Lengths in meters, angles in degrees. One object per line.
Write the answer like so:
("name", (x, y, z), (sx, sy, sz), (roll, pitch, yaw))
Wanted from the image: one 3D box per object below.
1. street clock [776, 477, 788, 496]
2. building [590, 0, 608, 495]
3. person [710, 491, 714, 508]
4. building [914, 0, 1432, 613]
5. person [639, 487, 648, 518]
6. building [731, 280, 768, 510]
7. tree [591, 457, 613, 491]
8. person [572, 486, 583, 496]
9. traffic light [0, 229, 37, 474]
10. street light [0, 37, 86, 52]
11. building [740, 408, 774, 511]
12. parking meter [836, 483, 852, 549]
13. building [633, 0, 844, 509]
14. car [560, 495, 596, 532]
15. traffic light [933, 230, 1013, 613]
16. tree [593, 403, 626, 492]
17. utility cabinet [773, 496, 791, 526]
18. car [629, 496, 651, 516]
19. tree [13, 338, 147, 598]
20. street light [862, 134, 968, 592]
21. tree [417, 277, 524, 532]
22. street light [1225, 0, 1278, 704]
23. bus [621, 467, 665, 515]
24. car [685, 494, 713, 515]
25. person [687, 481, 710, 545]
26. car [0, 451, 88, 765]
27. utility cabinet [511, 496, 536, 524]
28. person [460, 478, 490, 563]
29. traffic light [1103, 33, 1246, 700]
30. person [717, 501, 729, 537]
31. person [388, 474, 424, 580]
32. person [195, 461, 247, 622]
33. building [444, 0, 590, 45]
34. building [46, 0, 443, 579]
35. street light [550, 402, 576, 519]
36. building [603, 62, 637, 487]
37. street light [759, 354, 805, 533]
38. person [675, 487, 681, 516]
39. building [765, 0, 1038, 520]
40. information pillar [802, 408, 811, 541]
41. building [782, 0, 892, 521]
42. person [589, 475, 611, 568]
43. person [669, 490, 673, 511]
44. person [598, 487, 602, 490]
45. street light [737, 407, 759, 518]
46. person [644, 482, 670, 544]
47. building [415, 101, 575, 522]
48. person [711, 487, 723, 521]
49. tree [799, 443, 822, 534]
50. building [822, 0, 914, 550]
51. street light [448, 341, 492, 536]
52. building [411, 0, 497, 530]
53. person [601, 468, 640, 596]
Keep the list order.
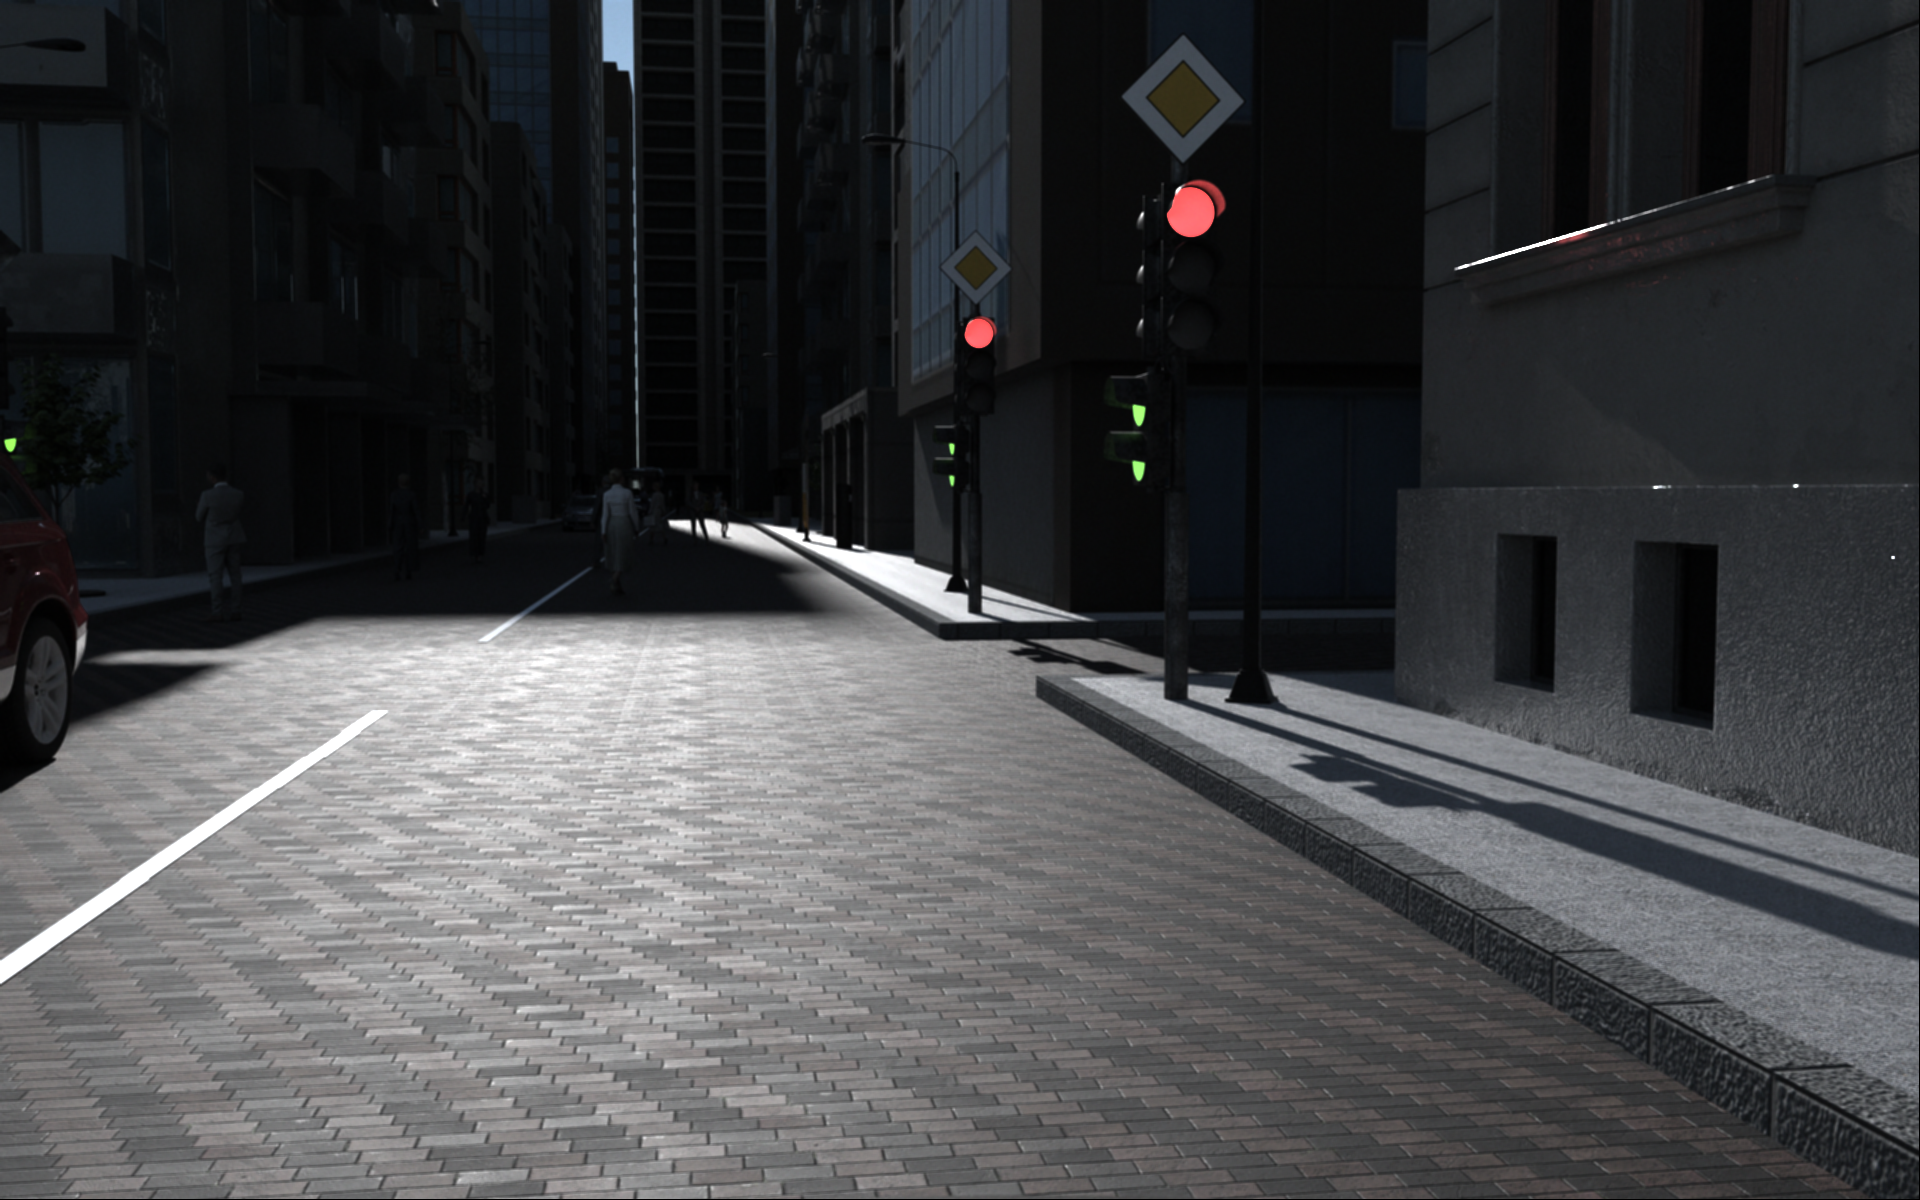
("street clock", (-7.556, -4.223, 73.609), (0.471, 2.002, 0.358), (-3, 5, -40))
("building", (-42.595, -43.773, 153.936), (20.611, 71.187, 20.563), (-1, 4, -9))
("person", (-23.866, -9.629, 166.481), (0.434, 1.755, 0.990), (1, 4, 18))
("building", (6.836, -22.914, 24.749), (14.200, 45.320, 14.600), (-1, 4, -9))
("person", (-19.268, -5.897, 104.778), (0.709, 1.838, 0.599), (2, 4, 33))
("building", (-6.416, -19.029, 156.168), (27.650, 21.520, 28.899), (-1, 4, -9))
("tree", (-30.014, -9.725, 142.717), (4.285, 4.588, 4.351), (0, 3, 0))
("person", (-18.432, -4.590, 83.653), (0.679, 1.850, 0.850), (2, 4, 24))
("traffic light", (-9.655, -1.726, 17.144), (0.839, 4.253, 0.868), (-1, 4, -9))
("street light", (-9.599, -2.762, 17.706), (1.470, 5.913, 1.316), (-1, 4, -9))
("building", (-4.331, -49.588, 123.432), (22.319, 86.520, 31.000), (-1, 4, -9))
("parking meter", (-2.733, -1.988, 40.917), (0.372, 1.533, 0.369), (0, 3, 0))
("building", (-23.963, -45.670, 184.951), (20.611, 71.187, 20.563), (-1, 4, -9))
("car", (-14.593, -3.418, 67.881), (2.014, 1.417, 4.499), (-1, 4, -9))
("traffic light", (0.143, -1.817, 18.633), (0.839, 4.253, 0.868), (-1, 4, -9))
("tree", (-28.732, -11.465, 137.820), (4.360, 8.622, 3.978), (0, 3, 0))
("utility cabinet", (-7.231, -3.629, 70.503), (0.306, 1.237, 1.020), (1, 4, 22))
("car", (-18.594, -5.312, 99.425), (1.945, 1.354, 3.894), (0, 4, -7))
("tree", (-11.309, -1.646, 21.513), (1.663, 3.219, 1.824), (0, 3, 0))
("street light", (-0.576, -3.062, 22.609), (1.470, 5.913, 1.316), (-1, 4, -9))
("tree", (-17.145, -6.598, 58.233), (4.360, 8.622, 3.978), (0, 3, 0))
("street light", (1.273, -2.321, 10.496), (1.470, 5.913, 1.316), (-1, 4, -9))
("bus", (-21.408, -7.476, 117.090), (2.948, 3.499, 13.247), (0, 4, -8))
("car", (-17.974, -6.694, 119.667), (2.015, 1.641, 3.980), (-1, 4, -10))
("person", (-7.329, -2.429, 48.493), (0.520, 1.790, 0.573), (-2, 4, -35))
("car", (-5.678, 0.064, 7.633), (2.281, 1.827, 5.304), (0, 4, -7))
("utility cabinet", (-18.984, -3.930, 75.424), (1.020, 1.237, 0.306), (1, 4, 11))
("person", (-10.136, -1.674, 36.284), (0.534, 1.772, 0.576), (3, 4, 37))
("traffic light", (1.334, -1.334, 10.737), (0.839, 4.253, 0.868), (-1, 4, -9))
("person", (-7.950, -2.706, 57.758), (0.505, 1.210, 0.382), (2, 4, 31))
("person", (-9.261, -1.224, 28.940), (0.576, 1.772, 0.534), (-1, 4, -20))
("person", (-8.355, -0.663, 19.524), (0.466, 1.800, 0.511), (1, 4, 23))
("building", (-34.069, -29.062, 125.270), (14.600, 45.320, 14.200), (-1, 4, -9))
("building", (-23.546, -25.461, 35.894), (23.786, 49.044, 30.456), (-1, 4, -9))
("street light", (-20.058, -7.030, 87.487), (1.470, 5.913, 1.316), (-1, 4, -9))
("building", (-40.986, -32.366, 179.301), (14.200, 45.320, 14.600), (-1, 4, -9))
("street light", (-5.858, -5.203, 57.611), (1.470, 5.913, 1.316), (-1, 4, -9))
("person", (-18.378, -6.420, 113.098), (0.705, 1.869, 1.348), (0, 4, -5))
("building", (-4.131, -27.589, 101.193), (14.600, 45.320, 14.200), (-1, 4, -9))
("information pillar", (-4.170, -3.392, 46.815), (0.183, 3.616, 0.504), (0, 4, 5))
("building", (4.243, -28.003, 77.453), (23.786, 49.044, 30.456), (-1, 4, -9))
("person", (-6.949, -1.535, 33.769), (0.590, 1.801, 0.661), (3, 5, 43))
("person", (-23.732, -8.163, 142.692), (0.721, 1.736, 1.217), (-1, 4, -10))
("person", (-18.731, -4.999, 90.465), (0.641, 1.798, 0.478), (-2, 4, -23))
("street light", (-11.163, -7.322, 92.252), (1.470, 5.913, 1.316), (-1, 4, -9))
("person", (-8.612, -2.469, 49.226), (0.624, 1.780, 0.694), (3, 5, 40))
("building", (-38.258, -15.815, 103.615), (27.650, 21.520, 28.899), (-1, 4, -9))
("person", (-12.679, -5.009, 90.487), (0.616, 1.811, 0.778), (0, 4, 3))
("tree", (-4.151, -3.764, 56.144), (1.663, 3.219, 1.824), (0, 3, 0))
("building", (7.300, -37.011, 43.389), (20.563, 71.187, 20.611), (-1, 4, -9))
("street light", (-14.848, -4.887, 52.451), (1.470, 5.913, 1.316), (-1, 4, -9))
("building", (-33.306, -13.961, 73.299), (27.650, 21.520, 28.899), (-1, 4, -9))
("person", (-4.830, -0.961, 24.445), (0.478, 1.798, 0.641), (1, 4, 16))
